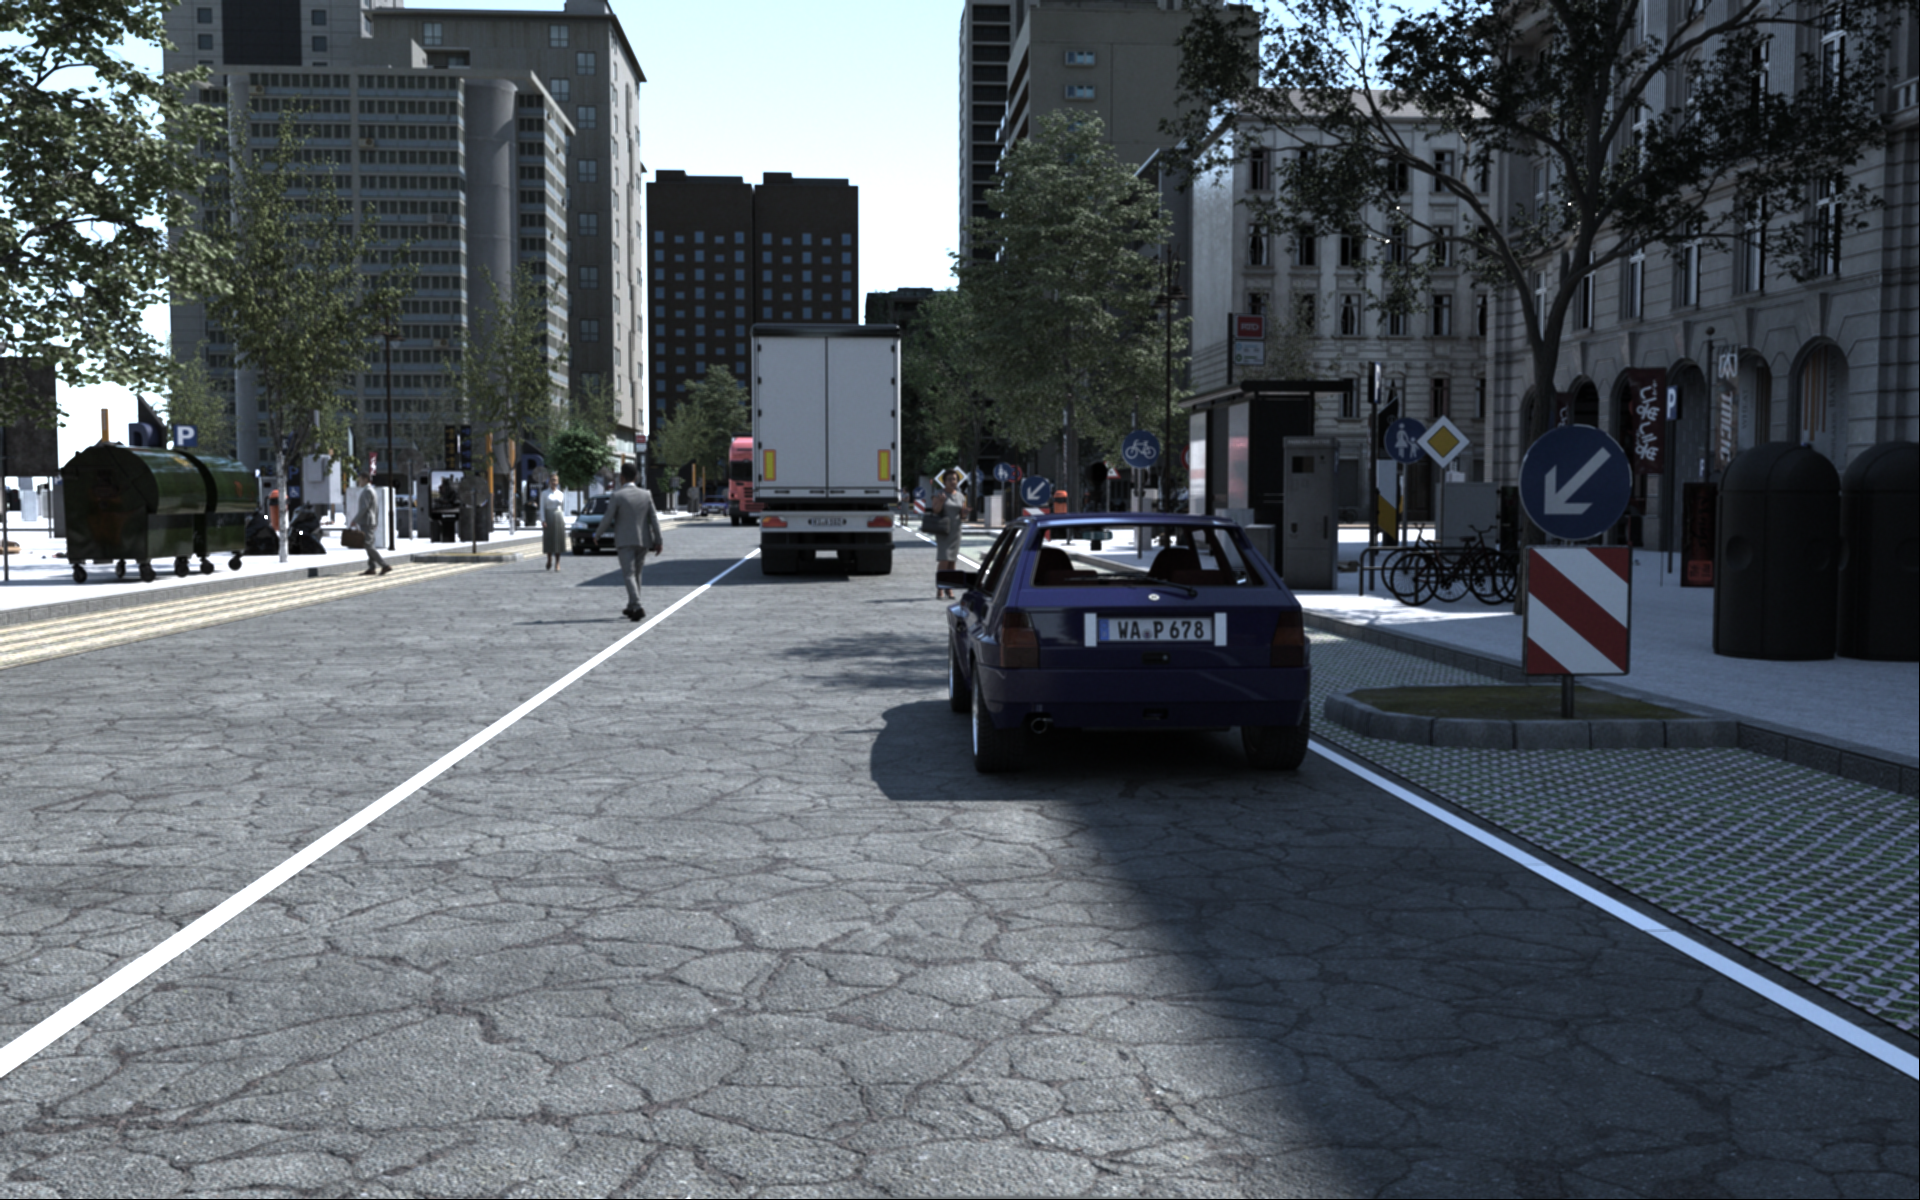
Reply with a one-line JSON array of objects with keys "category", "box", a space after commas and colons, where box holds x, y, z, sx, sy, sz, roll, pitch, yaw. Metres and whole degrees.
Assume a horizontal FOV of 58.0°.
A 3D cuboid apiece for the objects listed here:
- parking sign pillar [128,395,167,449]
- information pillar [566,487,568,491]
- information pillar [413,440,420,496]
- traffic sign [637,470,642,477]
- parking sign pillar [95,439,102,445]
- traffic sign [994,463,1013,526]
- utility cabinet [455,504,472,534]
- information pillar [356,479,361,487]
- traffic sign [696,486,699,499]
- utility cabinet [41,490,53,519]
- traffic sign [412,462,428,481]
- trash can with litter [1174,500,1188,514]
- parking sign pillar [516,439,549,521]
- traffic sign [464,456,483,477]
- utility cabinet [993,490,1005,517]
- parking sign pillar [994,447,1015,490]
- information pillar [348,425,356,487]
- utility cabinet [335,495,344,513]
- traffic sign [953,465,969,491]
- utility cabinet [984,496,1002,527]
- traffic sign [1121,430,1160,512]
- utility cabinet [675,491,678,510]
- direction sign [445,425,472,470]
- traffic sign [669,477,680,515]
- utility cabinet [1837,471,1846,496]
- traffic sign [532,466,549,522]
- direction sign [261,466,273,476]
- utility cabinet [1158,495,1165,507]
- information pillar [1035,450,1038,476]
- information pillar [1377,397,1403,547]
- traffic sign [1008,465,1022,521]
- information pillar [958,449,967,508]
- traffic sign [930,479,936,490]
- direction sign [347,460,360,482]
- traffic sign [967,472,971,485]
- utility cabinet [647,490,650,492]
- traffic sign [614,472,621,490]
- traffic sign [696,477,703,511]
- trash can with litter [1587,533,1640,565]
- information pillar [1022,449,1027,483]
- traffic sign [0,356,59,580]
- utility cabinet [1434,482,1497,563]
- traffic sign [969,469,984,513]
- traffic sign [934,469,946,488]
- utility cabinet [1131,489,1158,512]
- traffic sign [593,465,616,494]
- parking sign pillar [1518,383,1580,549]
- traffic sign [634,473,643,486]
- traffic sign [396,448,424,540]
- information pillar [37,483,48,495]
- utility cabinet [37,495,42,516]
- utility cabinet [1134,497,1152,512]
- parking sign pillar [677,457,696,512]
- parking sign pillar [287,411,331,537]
[{"category": "parking sign pillar", "box": [-21.996, -3.577, 46.950, 1.447, 3.967, 1.447, 3, 4, 38]}, {"category": "information pillar", "box": [-24.904, -7.236, 109.669, 0.183, 3.616, 0.504, -1, 4, -17]}, {"category": "information pillar", "box": [-23.412, -5.094, 74.634, 0.183, 3.616, 0.504, -3, 5, -45]}, {"category": "traffic sign", "box": [-17.016, -5.529, 90.497, 0.768, 2.556, 0.104, 0, 4, 2]}, {"category": "parking sign pillar", "box": [-41.770, -5.804, 83.365, 1.447, 3.967, 1.447, 1, 4, 8]}, {"category": "traffic sign", "box": [1.743, -4.279, 70.061, 0.768, 2.556, 0.104, 0, 4, 0]}, {"category": "utility cabinet", "box": [-15.941, -2.757, 56.238, 1.020, 1.237, 0.306, 0, 4, -2]}, {"category": "information pillar", "box": [-27.278, -4.545, 78.810, 0.304, 2.012, 0.304, 2, 4, 35]}, {"category": "traffic sign", "box": [-21.594, -8.731, 142.852, 0.768, 2.556, 0.104, 0, 4, -2]}, {"category": "utility cabinet", "box": [-46.836, -4.949, 89.595, 1.173, 1.500, 0.318, -3, 4, -38]}, {"category": "traffic sign", "box": [-17.285, -3.252, 55.301, 0.606, 2.300, 0.079, 0, 4, -2]}, {"category": "trash can with litter", "box": [5.344, -1.921, 42.797, 1.055, 1.170, 0.624, 0, 4, -4]}, {"category": "parking sign pillar", "box": [-20.633, -5.848, 84.081, 1.447, 3.967, 1.447, 1, 4, 9]}, {"category": "traffic sign", "box": [-16.424, -3.574, 58.546, 0.768, 2.556, 0.104, 0, 4, -2]}, {"category": "utility cabinet", "box": [2.409, -5.242, 94.381, 1.173, 1.500, 0.318, 0, 4, 4]}, {"category": "parking sign pillar", "box": [2.555, -6.561, 95.736, 1.447, 3.967, 1.447, 1, 4, 14]}, {"category": "information pillar", "box": [-20.638, -4.128, 58.854, 0.183, 3.616, 0.504, -3, 4, -36]}, {"category": "utility cabinet", "box": [-42.050, -6.526, 117.854, 1.020, 1.237, 0.306, 1, 4, 17]}, {"category": "traffic sign", "box": [-0.098, -3.469, 60.364, 0.795, 2.450, 0.064, 0, 4, -4]}, {"category": "utility cabinet", "box": [1.294, -3.482, 68.089, 0.306, 1.237, 1.020, 2, 4, 27]}, {"category": "traffic sign", "box": [3.575, -2.094, 34.345, 0.768, 2.556, 0.104, 0, 4, 2]}, {"category": "utility cabinet", "box": [-21.873, -7.703, 134.627, 0.318, 1.500, 1.173, -2, 4, -31]}, {"category": "direction sign", "box": [-16.512, -3.979, 57.058, 0.876, 3.537, 0.379, 0, 4, 3]}, {"category": "traffic sign", "box": [-17.099, -6.216, 103.755, 0.606, 2.300, 0.079, 0, 4, 0]}, {"category": "utility cabinet", "box": [8.161, -0.513, 17.062, 0.318, 1.500, 1.173, -1, 4, -17]}, {"category": "traffic sign", "box": [-19.064, -4.806, 78.682, 0.768, 2.556, 0.104, 0, 4, 5]}, {"category": "direction sign", "box": [-55.699, -9.003, 139.196, 0.876, 3.537, 0.379, -1, 4, -18]}, {"category": "utility cabinet", "box": [10.118, -4.740, 88.658, 0.306, 1.237, 1.020, -3, 4, -38]}, {"category": "information pillar", "box": [4.105, -6.226, 93.145, 0.183, 3.616, 0.504, 1, 4, 9]}, {"category": "information pillar", "box": [10.275, -3.075, 41.639, 0.504, 3.616, 0.183, 0, 4, -7]}, {"category": "traffic sign", "box": [2.324, -4.601, 75.332, 0.768, 2.556, 0.104, 0, 4, 1]}, {"category": "information pillar", "box": [0.130, -6.004, 89.521, 0.504, 3.616, 0.183, -1, 4, -18]}, {"category": "traffic sign", "box": [-1.668, -7.291, 119.318, 0.768, 2.556, 0.104, 0, 4, 4]}, {"category": "direction sign", "box": [-40.384, -7.547, 115.384, 0.876, 3.537, 0.379, 1, 4, 9]}, {"category": "traffic sign", "box": [0.650, -6.059, 99.175, 0.768, 2.556, 0.104, 0, 4, 5]}, {"category": "utility cabinet", "box": [-18.148, -5.466, 98.053, 1.173, 1.500, 0.318, 0, 4, 6]}, {"category": "traffic sign", "box": [-19.990, -6.176, 101.082, 0.768, 2.556, 0.104, 0, 4, 3]}, {"category": "traffic sign", "box": [-19.278, -7.822, 127.991, 0.768, 2.556, 0.104, 0, 4, 0]}, {"category": "trash can with litter", "box": [11.919, -1.302, 32.343, 1.678, 1.210, 2.233, 0, 4, -3]}, {"category": "information pillar", "box": [3.327, -5.996, 89.382, 0.183, 3.616, 0.504, -1, 4, -21]}, {"category": "traffic sign", "box": [-14.485, -1.942, 25.624, 2.265, 3.308, 0.079, 0, 4, 0]}, {"category": "utility cabinet", "box": [9.391, -1.437, 32.180, 1.173, 1.500, 0.318, -1, 4, -22]}, {"category": "traffic sign", "box": [0.837, -5.380, 88.068, 0.768, 2.556, 0.104, 0, 4, 1]}, {"category": "traffic sign", "box": [-0.641, -3.956, 68.331, 0.795, 2.450, 0.064, 0, 4, -4]}, {"category": "utility cabinet", "box": [7.600, -3.831, 71.314, 1.173, 1.500, 0.318, 3, 5, 44]}, {"category": "traffic sign", "box": [-12.216, -3.420, 59.561, 0.795, 2.450, 0.064, 0, 4, -4]}, {"category": "parking sign pillar", "box": [13.538, -3.144, 39.873, 1.447, 3.967, 1.447, 0, 4, 5]}, {"category": "traffic sign", "box": [-12.759, -3.907, 67.528, 0.795, 2.450, 0.064, 0, 4, -4]}, {"category": "traffic sign", "box": [-15.171, -2.917, 47.804, 0.768, 2.556, 0.104, 0, 4, 1]}, {"category": "information pillar", "box": [-63.204, -7.025, 119.348, 0.304, 2.012, 0.304, -2, 4, -32]}, {"category": "utility cabinet", "box": [-53.215, -5.422, 99.812, 1.020, 1.237, 0.306, 2, 4, 31]}, {"category": "utility cabinet", "box": [4.201, -1.748, 39.740, 0.306, 1.237, 1.020, 0, 4, -2]}, {"category": "parking sign pillar", "box": [-19.975, -8.452, 126.668, 1.447, 3.967, 1.447, -2, 4, -28]}, {"category": "parking sign pillar", "box": [-19.780, -3.897, 52.189, 1.447, 3.967, 1.447, 0, 4, 5]}]
